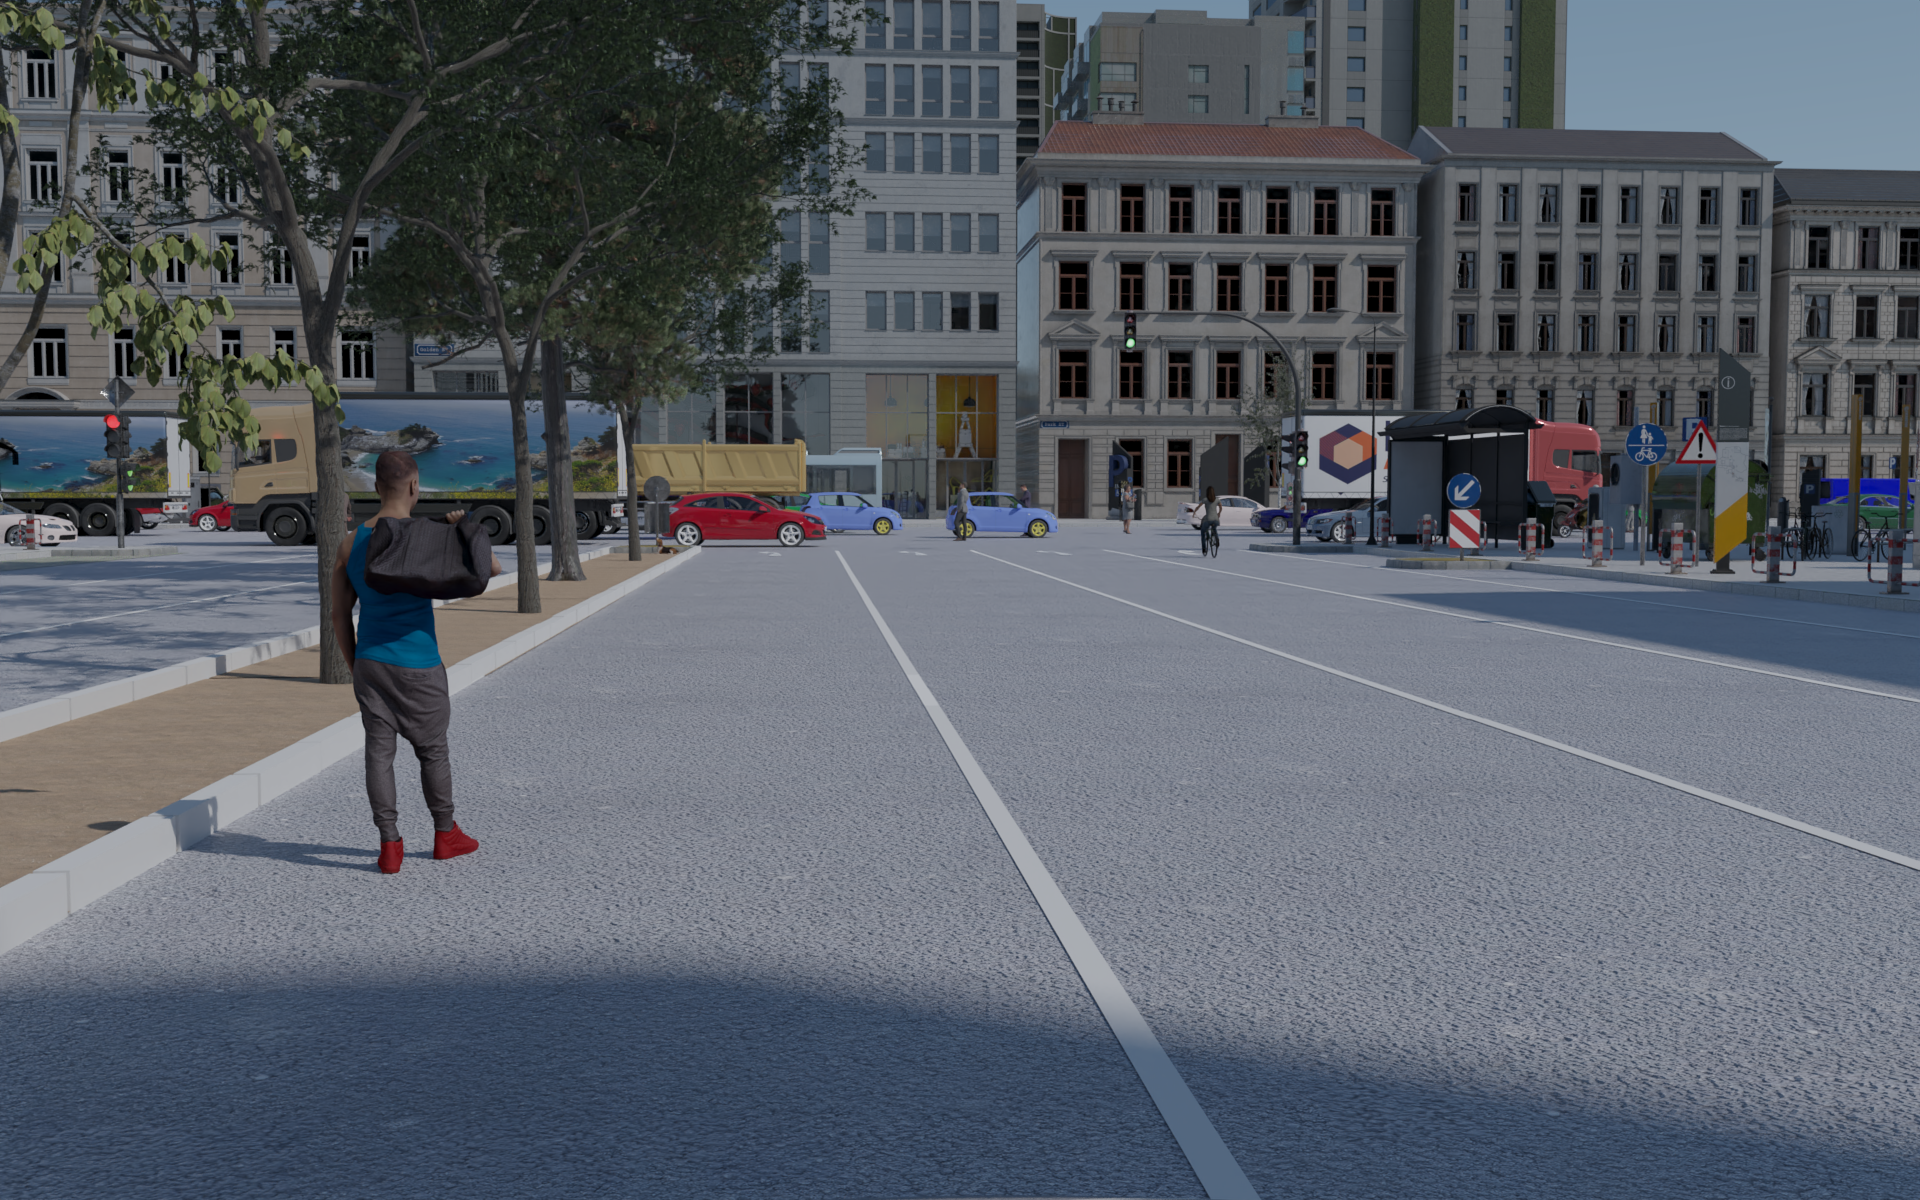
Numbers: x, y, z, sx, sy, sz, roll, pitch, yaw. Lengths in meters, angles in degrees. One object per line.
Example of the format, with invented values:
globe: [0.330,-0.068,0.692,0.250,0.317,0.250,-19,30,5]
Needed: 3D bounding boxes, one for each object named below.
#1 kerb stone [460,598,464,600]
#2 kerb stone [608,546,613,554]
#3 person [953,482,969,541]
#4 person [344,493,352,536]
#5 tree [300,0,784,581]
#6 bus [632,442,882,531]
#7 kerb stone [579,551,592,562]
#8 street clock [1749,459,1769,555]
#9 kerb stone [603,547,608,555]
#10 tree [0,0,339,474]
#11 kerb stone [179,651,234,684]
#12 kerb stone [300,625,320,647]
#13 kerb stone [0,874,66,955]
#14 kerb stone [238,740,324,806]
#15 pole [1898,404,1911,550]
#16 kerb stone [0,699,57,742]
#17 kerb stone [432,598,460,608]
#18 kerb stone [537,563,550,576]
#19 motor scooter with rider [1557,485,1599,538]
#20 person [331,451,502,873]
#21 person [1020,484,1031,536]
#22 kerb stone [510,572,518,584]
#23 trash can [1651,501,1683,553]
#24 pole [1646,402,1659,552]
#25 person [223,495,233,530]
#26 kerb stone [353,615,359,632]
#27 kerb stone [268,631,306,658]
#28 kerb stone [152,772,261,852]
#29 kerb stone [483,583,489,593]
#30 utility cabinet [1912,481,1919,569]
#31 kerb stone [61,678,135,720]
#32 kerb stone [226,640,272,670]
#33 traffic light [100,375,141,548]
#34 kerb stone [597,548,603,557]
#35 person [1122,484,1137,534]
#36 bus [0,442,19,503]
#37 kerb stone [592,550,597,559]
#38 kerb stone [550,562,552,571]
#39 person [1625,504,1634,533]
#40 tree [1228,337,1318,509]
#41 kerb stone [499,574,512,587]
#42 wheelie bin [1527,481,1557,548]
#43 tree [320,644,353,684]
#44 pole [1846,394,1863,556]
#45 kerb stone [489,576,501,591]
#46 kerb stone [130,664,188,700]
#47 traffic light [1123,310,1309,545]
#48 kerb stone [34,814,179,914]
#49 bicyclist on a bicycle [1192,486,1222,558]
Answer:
kerb stone: [-6.823,-0.085,23.687,0.120,0.150,1.000,0,4,-5]
kerb stone: [-8.424,-1.157,41.110,0.120,0.150,1.000,0,4,-5]
person: [0.031,-2.709,52.972,0.473,1.802,0.592,2,4,35]
person: [-15.816,-2.138,44.007,0.434,1.755,0.990,1,4,21]
tree: [-6.724,-7.246,28.360,7.806,13.903,7.818,0,3,0]
bus: [-9.786,-4.545,69.168,13.247,3.499,2.948,0,4,-5]
kerb stone: [-8.043,-0.905,37.015,0.120,0.150,1.000,0,4,-5]
street clock: [16.659,-1.940,36.289,0.471,2.002,0.358,2,4,25]
kerb stone: [-8.331,-1.093,40.082,0.120,0.150,1.000,0,4,-5]
tree: [-4.175,-3.309,6.929,4.737,8.622,4.395,0,3,0]
kerb stone: [-5.881,0.535,13.443,0.120,0.150,1.000,0,4,-5]
kerb stone: [-6.165,0.347,16.522,0.120,0.150,1.000,0,4,-5]
kerb stone: [-3.039,1.030,5.364,0.120,0.150,1.000,0,4,-5]
kerb stone: [-3.318,0.841,8.450,0.120,0.150,1.000,0,4,-5]
pole: [21.538,-2.793,39.514,0.158,3.312,0.155,0,3,0]
kerb stone: [-5.603,0.727,10.369,0.120,0.150,1.000,0,4,-5]
kerb stone: [-6.735,-0.025,22.664,0.120,0.150,1.000,0,4,-5]
kerb stone: [-7.480,-0.531,30.871,0.120,0.150,1.000,0,4,-5]
motor scooter with rider: [20.484,-2.914,56.613,1.986,1.779,0.876,0,4,-6]
person: [-2.061,0.229,6.630,0.647,1.594,0.662,0,4,-7]
person: [2.115,-3.042,58.678,0.568,1.767,0.683,0,4,-3]
kerb stone: [-7.192,-0.342,27.791,0.120,0.150,1.000,0,4,-5]
trash can: [15.413,-1.593,37.693,0.748,1.137,0.748,0,3,0]
pole: [15.455,-2.740,38.644,0.158,3.312,0.155,0,3,0]
person: [-28.687,-3.628,68.545,0.841,1.734,0.376,-1,4,-15]
kerb stone: [-6.263,0.285,17.544,0.120,0.150,1.000,0,4,-5]
kerb stone: [-6.074,0.413,15.488,0.120,0.150,1.000,0,4,-5]
kerb stone: [-3.226,0.904,7.419,0.120,0.150,1.000,0,4,-5]
kerb stone: [-6.915,-0.151,24.712,0.120,0.150,1.000,0,4,-5]
utility cabinet: [16.796,-1.269,29.433,1.173,1.500,0.318,-1,4,-18]
kerb stone: [-5.699,0.661,11.393,0.120,0.150,1.000,0,4,-5]
kerb stone: [-5.981,0.473,14.465,0.120,0.150,1.000,0,4,-5]
traffic light: [-19.884,-3.184,40.977,0.839,4.253,0.868,0,4,-5]
kerb stone: [-8.228,-1.031,39.060,0.120,0.150,1.000,0,4,-5]
person: [6.099,-3.267,62.279,0.532,1.782,0.716,0,4,4]
bus: [-35.513,-3.728,52.501,12.252,3.916,2.896,0,4,-4]
kerb stone: [-8.139,-0.969,38.037,0.120,0.150,1.000,0,4,-5]
kerb stone: [-7.577,-0.593,31.898,0.120,0.150,1.000,0,4,-5]
person: [24.906,-3.389,64.106,0.583,1.804,0.606,0,4,4]
tree: [14.985,-8.029,81.641,4.360,8.622,3.978,0,3,0]
kerb stone: [-7.108,-0.280,26.768,0.120,0.150,1.000,0,4,-5]
wheelie bin: [13.625,-2.026,41.034,0.980,1.594,0.693,-2,4,-28]
tree: [-4.698,-4.663,13.105,8.767,10.594,7.601,0,4,-5]
pole: [18.385,-2.553,35.584,0.158,3.312,0.155,0,3,0]
kerb stone: [-7.010,-0.217,25.746,0.120,0.150,1.000,0,4,-5]
kerb stone: [-5.791,0.603,12.418,0.120,0.150,1.000,0,4,-5]
traffic light: [6.383,-4.194,43.244,4.771,5.953,1.251,0,4,-5]
kerb stone: [-3.138,0.966,6.396,0.120,0.150,1.000,0,4,-5]
bicyclist on a bicycle: [5.634,-1.780,39.118,1.499,1.676,1.625,0,4,-4]
